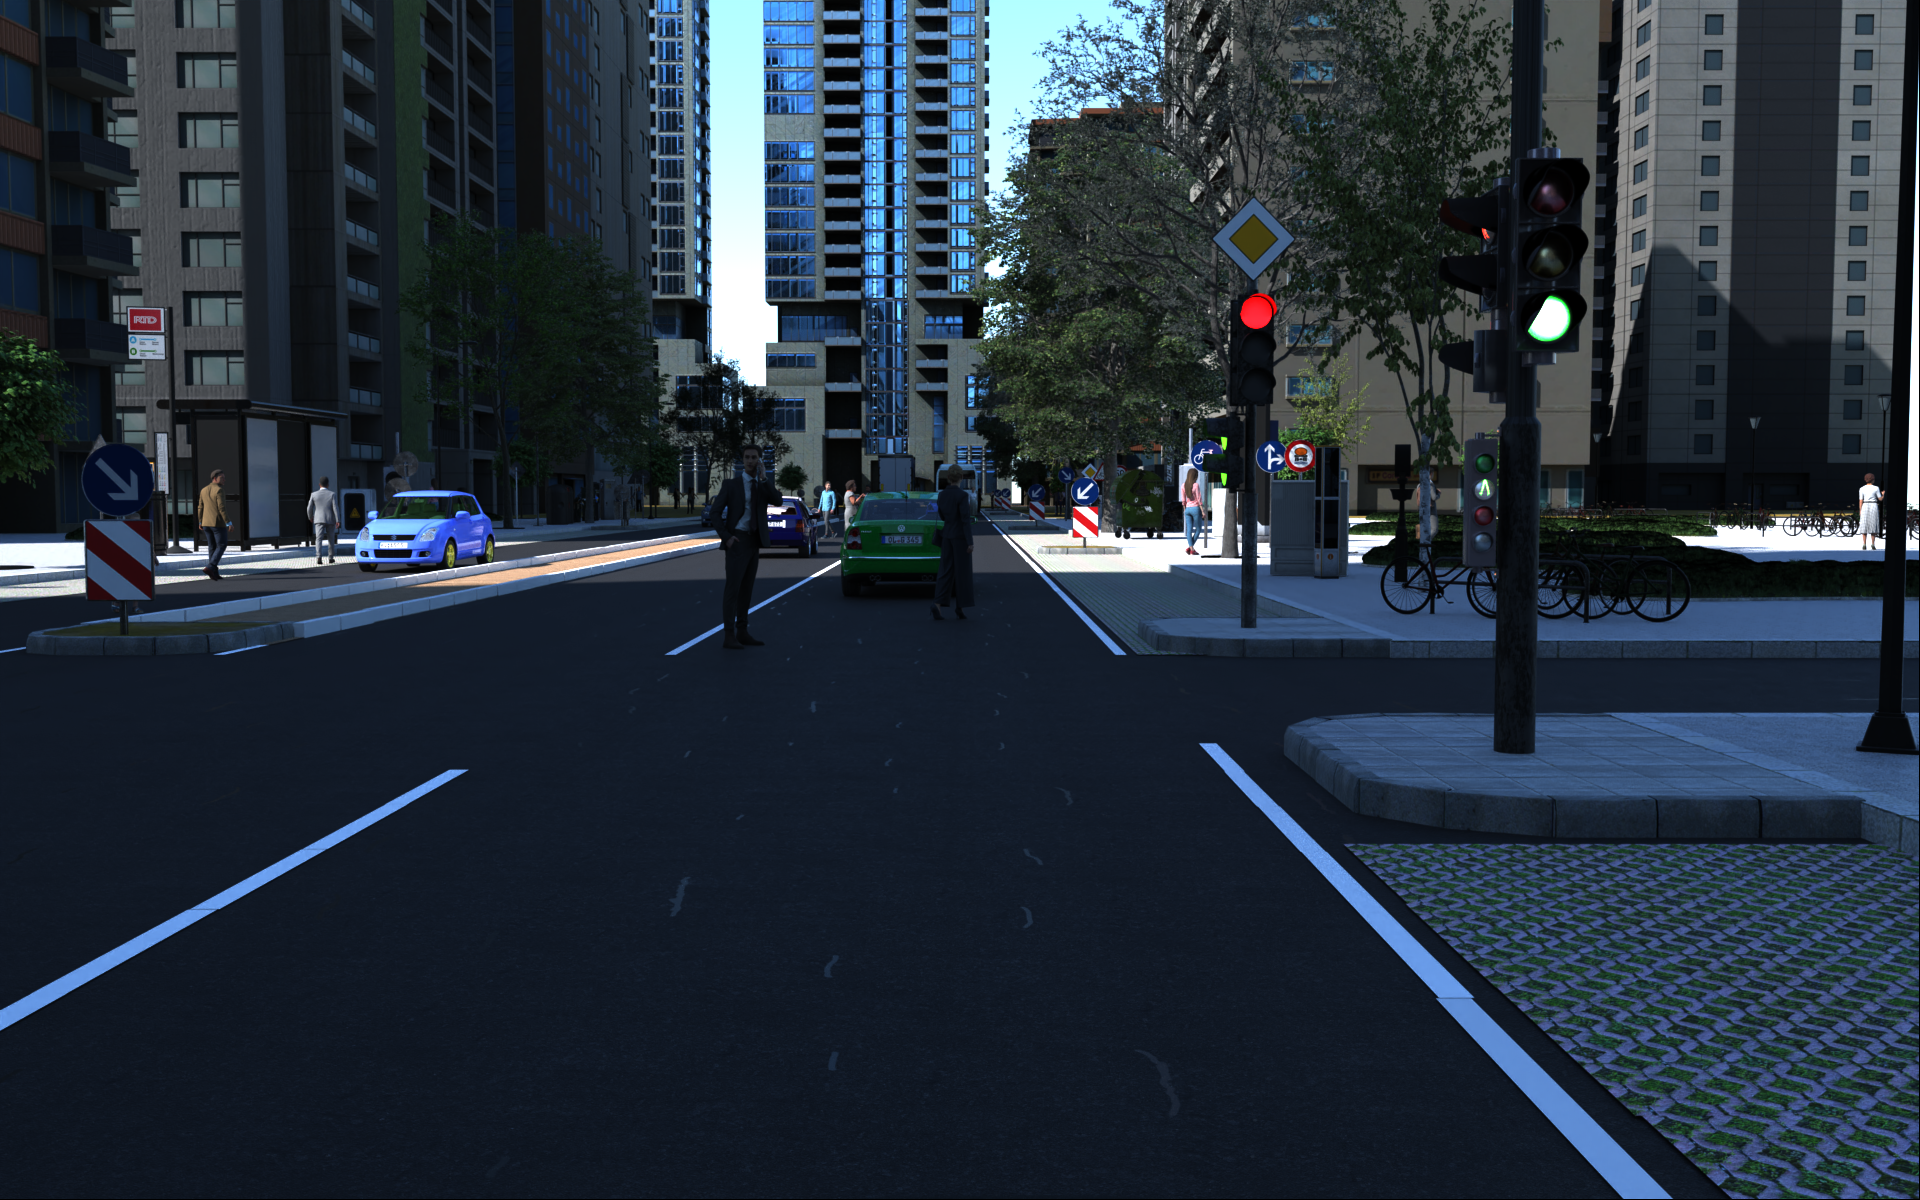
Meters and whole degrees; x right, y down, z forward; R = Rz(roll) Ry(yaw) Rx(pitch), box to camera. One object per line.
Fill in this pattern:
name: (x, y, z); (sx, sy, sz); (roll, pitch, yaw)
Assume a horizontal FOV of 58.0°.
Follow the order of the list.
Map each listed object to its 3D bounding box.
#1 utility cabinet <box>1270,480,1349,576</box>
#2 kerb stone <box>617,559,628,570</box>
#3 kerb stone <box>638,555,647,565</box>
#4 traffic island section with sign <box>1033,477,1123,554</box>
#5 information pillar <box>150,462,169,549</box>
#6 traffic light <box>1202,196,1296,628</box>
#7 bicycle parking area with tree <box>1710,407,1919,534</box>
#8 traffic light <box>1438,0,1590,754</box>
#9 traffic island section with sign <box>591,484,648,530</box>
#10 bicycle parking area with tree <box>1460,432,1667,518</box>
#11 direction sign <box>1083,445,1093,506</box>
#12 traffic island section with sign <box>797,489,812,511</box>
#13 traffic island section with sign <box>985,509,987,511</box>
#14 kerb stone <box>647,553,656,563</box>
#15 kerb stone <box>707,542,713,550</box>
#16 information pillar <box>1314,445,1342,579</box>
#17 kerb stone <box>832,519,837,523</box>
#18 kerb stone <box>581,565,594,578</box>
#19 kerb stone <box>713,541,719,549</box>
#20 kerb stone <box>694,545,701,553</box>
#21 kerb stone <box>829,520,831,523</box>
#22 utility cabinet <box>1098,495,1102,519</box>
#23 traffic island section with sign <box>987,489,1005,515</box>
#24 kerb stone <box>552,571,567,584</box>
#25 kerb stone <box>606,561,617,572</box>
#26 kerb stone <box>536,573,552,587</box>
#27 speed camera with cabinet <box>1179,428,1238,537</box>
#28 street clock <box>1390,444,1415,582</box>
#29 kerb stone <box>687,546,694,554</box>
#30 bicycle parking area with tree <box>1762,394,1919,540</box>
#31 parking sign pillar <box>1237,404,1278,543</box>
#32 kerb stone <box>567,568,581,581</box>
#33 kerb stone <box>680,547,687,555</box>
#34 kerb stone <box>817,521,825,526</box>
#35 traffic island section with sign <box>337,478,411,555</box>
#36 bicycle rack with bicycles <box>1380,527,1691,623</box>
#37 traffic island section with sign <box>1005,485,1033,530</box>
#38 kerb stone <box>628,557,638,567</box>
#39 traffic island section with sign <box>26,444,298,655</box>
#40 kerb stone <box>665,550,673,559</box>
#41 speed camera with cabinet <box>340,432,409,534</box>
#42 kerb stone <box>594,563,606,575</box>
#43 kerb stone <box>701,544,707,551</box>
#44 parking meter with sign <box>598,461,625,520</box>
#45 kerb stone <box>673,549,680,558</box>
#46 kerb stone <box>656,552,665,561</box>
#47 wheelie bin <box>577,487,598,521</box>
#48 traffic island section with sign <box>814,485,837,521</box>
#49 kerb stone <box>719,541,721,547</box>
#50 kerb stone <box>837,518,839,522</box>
utility cabinet: (5.472, -1.127, 27.107); (1.173, 1.500, 0.318); (1, 4, 18)
kerb stone: (-6.552, -0.661, 33.067); (0.120, 0.150, 1.000); (0, 3, 0)
kerb stone: (-6.545, -0.789, 35.113); (0.120, 0.150, 1.000); (0, 3, 0)
traffic island section with sign: (2.857, -2.026, 41.747); (1.989, 1.847, 2.006); (0, 3, 0)
information pillar: (-18.706, -2.197, 40.417); (0.304, 2.012, 0.304); (3, 5, 44)
traffic light: (2.757, -1.689, 16.536); (0.839, 4.253, 0.868); (0, 3, 0)
bicycle parking area with tree: (31.812, -4.692, 63.717); (8.231, 4.147, 9.016); (1, 4, 17)
traffic light: (0.648, -2.064, 8.414); (4.771, 5.953, 1.251); (0, 3, 0)
traffic island section with sign: (-13.505, -3.692, 68.986); (1.989, 1.847, 2.006); (0, 3, 0)
bicycle parking area with tree: (27.479, -5.634, 79.119); (8.231, 4.147, 9.016); (-2, 4, -24)
direction sign: (5.854, -5.328, 79.110); (0.379, 3.537, 0.876); (-2, 4, -26)
traffic island section with sign: (-13.330, -8.370, 145.477); (1.989, 1.847, 2.006); (0, 3, 0)
traffic island section with sign: (3.084, -8.406, 146.057); (1.989, 1.847, 2.006); (0, 3, 0)
kerb stone: (-6.541, -0.851, 36.135); (0.120, 0.150, 1.000); (0, 3, 0)
kerb stone: (-6.518, -1.353, 44.338); (0.120, 0.150, 1.000); (0, 3, 0)
information pillar: (5.570, -1.332, 26.266); (0.304, 2.012, 0.304); (-1, 4, -11)
kerb stone: (-6.430, -3.990, 87.438); (0.120, 0.150, 1.000); (0, 3, 0)
kerb stone: (-6.554, -0.477, 30.000); (0.120, 0.150, 1.000); (0, 3, 0)
kerb stone: (-6.517, -1.413, 45.360); (0.120, 0.150, 1.000); (0, 3, 0)
kerb stone: (-6.525, -1.229, 42.286); (0.120, 0.150, 1.000); (0, 3, 0)
kerb stone: (-6.445, -3.737, 83.316); (0.120, 0.150, 1.000); (0, 3, 0)
utility cabinet: (6.997, -4.753, 88.870); (0.306, 1.237, 1.020); (-1, 4, -13)
traffic island section with sign: (3.032, -6.740, 118.820); (1.989, 1.847, 2.006); (0, 3, 0)
kerb stone: (-6.562, -0.352, 27.955); (0.120, 0.150, 1.000); (0, 3, 0)
kerb stone: (-6.545, -0.599, 32.044); (0.120, 0.150, 1.000); (0, 3, 0)
kerb stone: (-6.564, -0.290, 26.933); (0.120, 0.150, 1.000); (0, 3, 0)
speed camera with cabinet: (7.645, -3.531, 52.072); (2.038, 3.252, 0.660); (2, 4, 27)
street clock: (6.443, -1.265, 25.253); (0.358, 2.002, 0.471); (1, 4, 14)
kerb stone: (-6.530, -1.166, 41.262); (0.120, 0.150, 1.000); (0, 3, 0)
bicycle parking area with tree: (28.740, -3.926, 51.186); (8.231, 4.147, 9.016); (-1, 4, -22)
parking sign pillar: (7.911, -3.518, 45.994); (1.447, 3.967, 1.447); (-2, 4, -24)
kerb stone: (-6.557, -0.411, 28.978); (0.120, 0.150, 1.000); (0, 3, 0)
kerb stone: (-6.534, -1.103, 40.230); (0.120, 0.150, 1.000); (0, 3, 0)
kerb stone: (-6.450, -3.549, 80.225); (0.120, 0.150, 1.000); (0, 3, 0)
traffic island section with sign: (-13.566, -2.003, 41.383); (1.989, 1.847, 2.006); (0, 3, 0)
bicycle rack with bicycles: (6.314, -0.299, 18.274); (2.852, 0.926, 2.925); (-3, 5, -41)
traffic island section with sign: (2.916, -3.683, 68.852); (1.989, 1.847, 2.006); (0, 3, 0)
kerb stone: (-6.546, -0.727, 34.089); (0.120, 0.150, 1.000); (0, 3, 0)
traffic island section with sign: (-7.619, -0.501, 16.333); (2.006, 1.907, 1.989); (0, 3, 0)
kerb stone: (-6.538, -0.978, 38.180); (0.120, 0.150, 1.000); (0, 3, 0)
speed camera with cabinet: (-18.688, -3.729, 55.298); (2.038, 3.252, 0.660); (0, 4, -2)
kerb stone: (-6.551, -0.540, 31.022); (0.120, 0.150, 1.000); (0, 3, 0)
kerb stone: (-6.526, -1.289, 43.312); (0.120, 0.150, 1.000); (0, 3, 0)
parking meter with sign: (-17.518, -5.491, 86.047); (1.738, 3.016, 0.543); (-3, 5, -39)
kerb stone: (-6.529, -1.038, 39.202); (0.120, 0.150, 1.000); (0, 3, 0)
kerb stone: (-6.536, -0.911, 37.157); (0.120, 0.150, 1.000); (0, 3, 0)
wheelie bin: (-17.596, -4.523, 81.862); (0.980, 1.594, 0.693); (-1, 4, -13)
traffic island section with sign: (-7.464, -5.097, 91.472); (2.006, 1.907, 1.989); (0, 3, 0)
kerb stone: (-6.519, -1.480, 46.396); (0.120, 0.150, 1.000); (0, 3, 0)
kerb stone: (-6.430, -4.048, 88.466); (0.120, 0.150, 1.000); (0, 3, 0)
